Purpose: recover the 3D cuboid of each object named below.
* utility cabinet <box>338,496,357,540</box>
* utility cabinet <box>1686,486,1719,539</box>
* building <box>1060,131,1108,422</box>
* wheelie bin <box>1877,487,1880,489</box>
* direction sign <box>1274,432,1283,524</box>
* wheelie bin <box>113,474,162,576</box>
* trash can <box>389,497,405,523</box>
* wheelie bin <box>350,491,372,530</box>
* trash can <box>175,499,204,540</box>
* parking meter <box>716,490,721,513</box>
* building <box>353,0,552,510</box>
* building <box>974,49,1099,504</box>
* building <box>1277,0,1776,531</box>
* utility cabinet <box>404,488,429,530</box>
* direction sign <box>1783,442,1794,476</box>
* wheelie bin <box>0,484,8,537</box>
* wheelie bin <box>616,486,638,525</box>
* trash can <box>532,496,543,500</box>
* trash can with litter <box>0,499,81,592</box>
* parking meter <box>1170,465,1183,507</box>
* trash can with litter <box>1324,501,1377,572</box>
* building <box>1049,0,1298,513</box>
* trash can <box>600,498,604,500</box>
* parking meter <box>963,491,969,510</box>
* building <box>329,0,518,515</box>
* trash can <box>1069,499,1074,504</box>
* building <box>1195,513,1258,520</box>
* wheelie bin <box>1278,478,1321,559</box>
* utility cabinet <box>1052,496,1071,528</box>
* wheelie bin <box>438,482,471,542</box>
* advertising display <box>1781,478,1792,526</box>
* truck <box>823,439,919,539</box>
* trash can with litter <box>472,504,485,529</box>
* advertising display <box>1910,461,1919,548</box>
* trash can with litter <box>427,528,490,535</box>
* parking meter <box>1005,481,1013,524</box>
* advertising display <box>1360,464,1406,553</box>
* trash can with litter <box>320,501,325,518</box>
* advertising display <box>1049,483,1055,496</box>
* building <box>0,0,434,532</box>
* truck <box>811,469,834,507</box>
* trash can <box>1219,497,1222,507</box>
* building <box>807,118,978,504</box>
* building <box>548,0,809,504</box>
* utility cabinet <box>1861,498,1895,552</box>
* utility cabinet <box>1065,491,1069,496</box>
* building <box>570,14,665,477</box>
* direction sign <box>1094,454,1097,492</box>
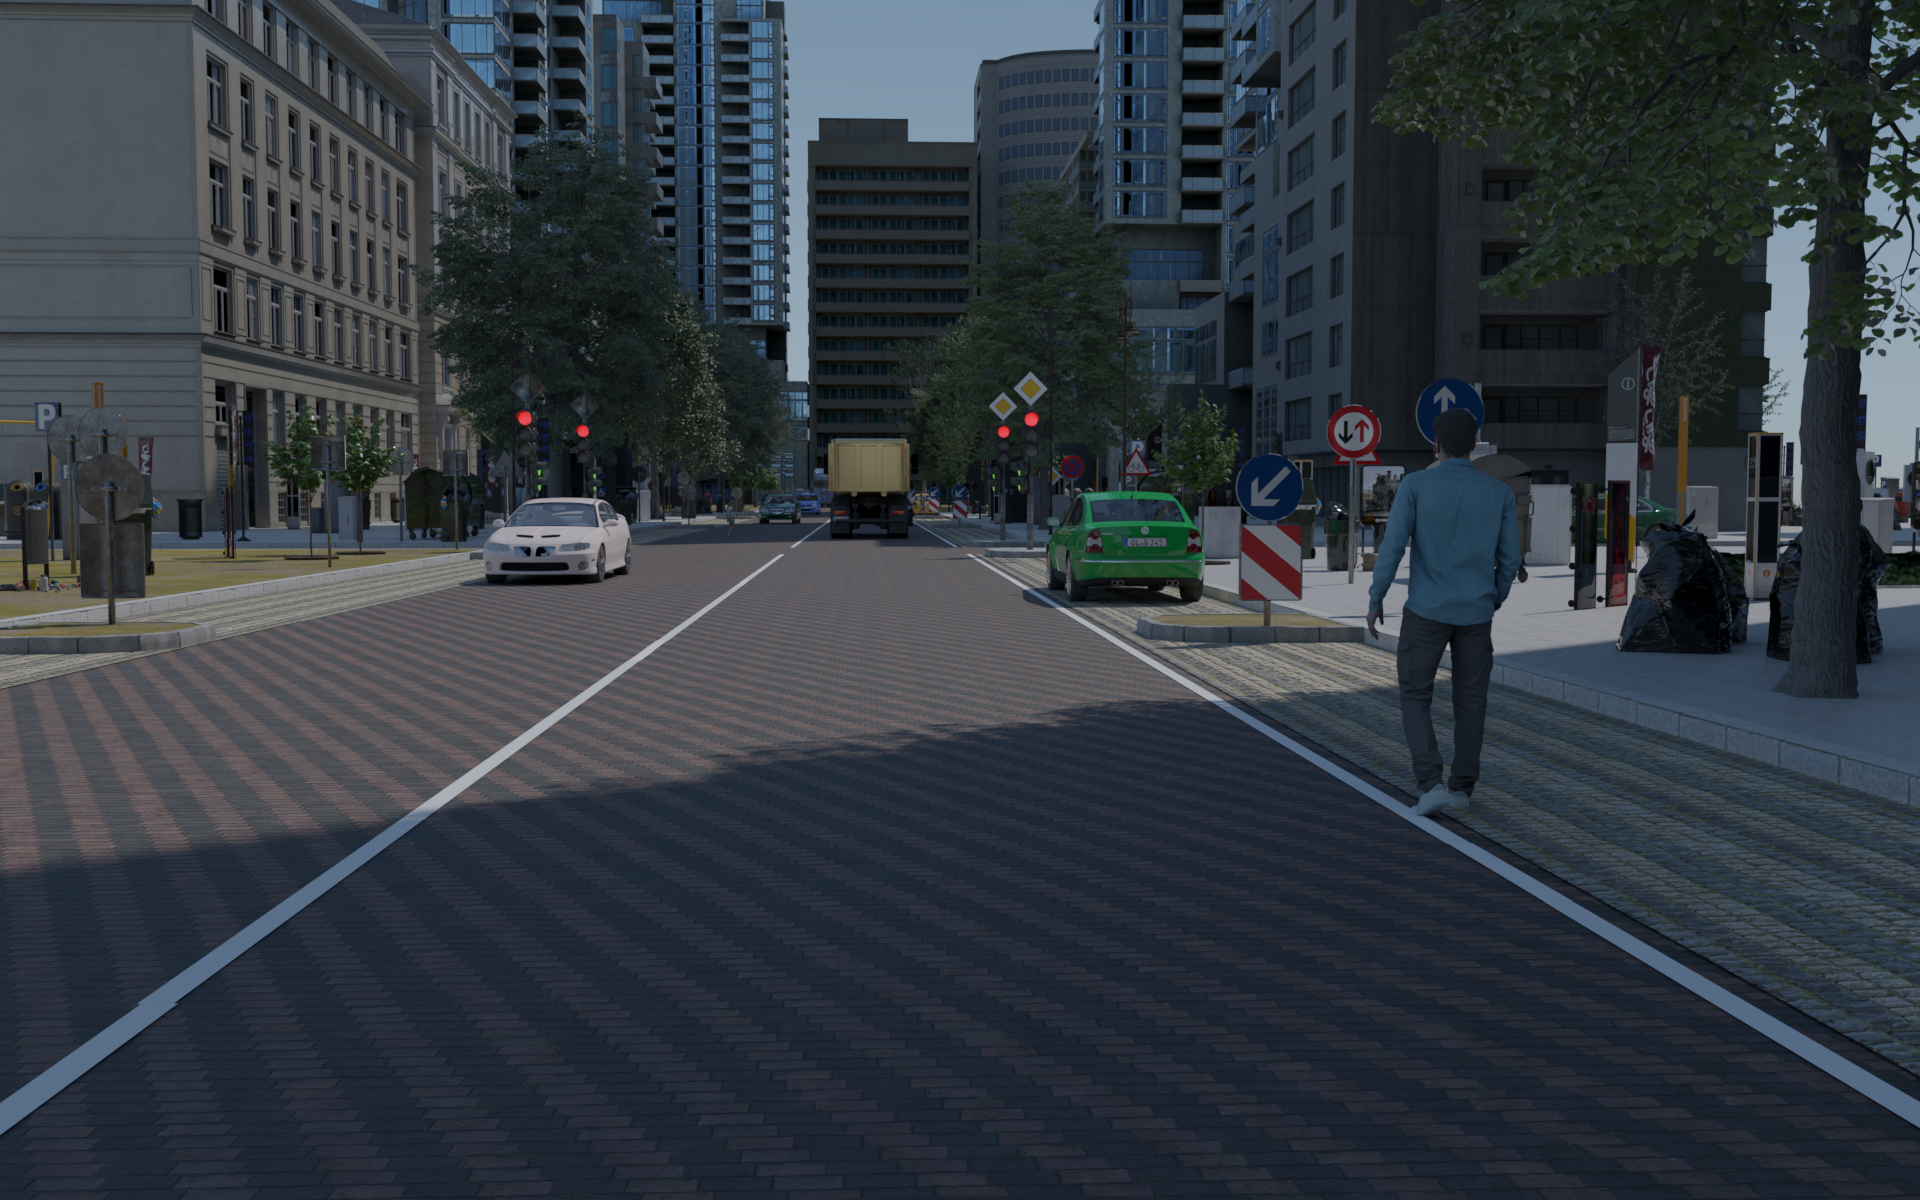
[{"bbox_3d":[-17.255,-2.315,49.008,0.306,1.237,1.020,-3,5,-42],"label":"utility cabinet"},{"bbox_3d":[20.740,-2.436,48.504,1.173,1.500,0.318,-2,4,-31],"label":"utility cabinet"},{"bbox_3d":[23.716,-29.677,177.108,32.217,40.220,23.993,0,4,-3],"label":"building"},{"bbox_3d":[43.877,-4.576,82.731,0.693,1.594,0.980,3,5,44],"label":"wheelie bin"},{"bbox_3d":[11.770,-4.409,64.087,0.379,3.537,0.876,0,4,-8],"label":"direction sign"},{"bbox_3d":[-13.116,-1.183,27.256,0.980,1.594,0.693,-2,4,-33],"label":"wheelie bin"},{"bbox_3d":[-25.224,-4.041,77.722,0.748,1.137,0.748,0,3,0],"label":"trash can"},{"bbox_3d":[-21.545,-3.321,62.200,0.693,1.594,0.980,-3,5,-42],"label":"wheelie bin"},{"bbox_3d":[-21.709,-2.275,48.850,0.748,1.137,0.748,0,3,0],"label":"trash can"},{"bbox_3d":[-16.662,-6.804,119.650,0.372,1.533,0.369,0,3,0],"label":"parking meter"},{"bbox_3d":[-39.879,-50.301,135.098,22.319,86.520,31.000,0,4,-3],"label":"building"},{"bbox_3d":[16.417,-41.958,228.018,28.212,58.520,21.231,0,4,-3],"label":"building"},{"bbox_3d":[20.473,-17.956,65.290,14.107,30.474,14.160,0,4,-3],"label":"building"},{"bbox_3d":[-19.139,-3.202,61.029,0.318,1.500,1.173,1,4,11],"label":"utility cabinet"},{"bbox_3d":[35.920,-5.111,75.554,0.379,3.537,0.876,-2,4,-32],"label":"direction sign"},{"bbox_3d":[-28.860,-2.705,52.141,0.980,1.594,0.693,0,4,-2],"label":"wheelie bin"},{"bbox_3d":[-14.998,-4.332,78.734,0.980,1.594,0.693,-2,4,-31],"label":"wheelie bin"},{"bbox_3d":[-28.285,-6.366,115.735,0.748,1.137,0.748,0,3,0],"label":"trash can"},{"bbox_3d":[-12.297,-0.770,23.643,1.678,1.210,2.233,0,4,2],"label":"trash can with litter"},{"bbox_3d":[4.363,-1.788,34.951,0.255,1.863,0.399,1,4,10],"label":"parking meter"},{"bbox_3d":[6.629,-1.076,28.985,1.055,1.170,0.624,2,4,25],"label":"trash can with litter"},{"bbox_3d":[19.865,-51.067,147.622,22.319,86.520,31.000,0,4,-3],"label":"building"},{"bbox_3d":[-13.166,-3.095,62.261,0.748,1.137,0.748,0,3,0],"label":"trash can"},{"bbox_3d":[0.411,-6.373,112.607,0.372,1.533,0.369,0,3,0],"label":"parking meter"},{"bbox_3d":[-33.238,-19.005,96.639,13.634,28.700,20.117,0,4,-3],"label":"building"},{"bbox_3d":[3.602,-2.431,51.402,0.748,1.137,0.748,0,3,0],"label":"trash can"},{"bbox_3d":[23.569,-47.836,94.793,22.319,86.520,31.000,0,4,-3],"label":"building"},{"bbox_3d":[6.609,-1.609,34.209,0.980,1.594,0.693,0,4,-8],"label":"wheelie bin"},{"bbox_3d":[3.841,-3.380,66.419,1.020,1.237,0.306,0,4,5],"label":"utility cabinet"},{"bbox_3d":[-13.550,-2.360,46.497,0.693,1.594,0.980,0,4,8],"label":"wheelie bin"},{"bbox_3d":[32.496,-3.888,68.779,0.974,1.923,0.123,3,5,42],"label":"advertising display"},{"bbox_3d":[-3.077,-3.877,59.318,3.469,3.379,9.791,0,4,-3],"label":"truck"},{"bbox_3d":[-17.759,-3.193,63.600,0.624,1.170,1.055,-1,4,-20],"label":"trash can with litter"},{"bbox_3d":[18.979,-1.735,33.588,0.974,1.923,0.123,1,4,8],"label":"advertising display"},{"bbox_3d":[-16.162,-2.725,55.614,2.233,1.210,1.678,-2,4,-30],"label":"trash can with litter"},{"bbox_3d":[2.083,-4.240,75.032,0.399,1.863,0.255,3,5,41],"label":"parking meter"},{"bbox_3d":[9.215,-1.991,37.765,0.974,1.923,0.123,0,4,-1],"label":"advertising display"},{"bbox_3d":[-24.400,-3.377,66.602,0.624,1.170,1.055,2,4,24],"label":"trash can with litter"},{"bbox_3d":[4.088,-4.538,79.404,0.123,1.923,0.974,-2,4,-26],"label":"advertising display"},{"bbox_3d":[-33.528,-14.583,71.722,16.112,22.955,30.059,0,4,-3],"label":"building"},{"bbox_3d":[-14.709,-12.189,189.045,2.967,4.110,18.799,0,4,-5],"label":"truck"},{"bbox_3d":[11.983,-4.146,79.438,0.748,1.137,0.748,0,3,0],"label":"trash can"},{"bbox_3d":[-8.951,-36.889,226.828,21.600,48.544,21.300,0,4,-3],"label":"building"},{"bbox_3d":[-35.250,-55.797,224.946,31.000,86.520,22.319,0,4,-3],"label":"building"},{"bbox_3d":[15.126,-1.090,28.982,0.306,1.237,1.020,-1,4,-11],"label":"utility cabinet"},{"bbox_3d":[6.499,-6.386,113.085,1.173,1.500,0.318,1,4,11],"label":"utility cabinet"},{"bbox_3d":[-45.597,-33.892,173.744,30.456,49.044,23.786,0,4,-3],"label":"building"},{"bbox_3d":[7.676,-6.492,98.143,0.379,3.537,0.876,1,4,10],"label":"direction sign"}]
